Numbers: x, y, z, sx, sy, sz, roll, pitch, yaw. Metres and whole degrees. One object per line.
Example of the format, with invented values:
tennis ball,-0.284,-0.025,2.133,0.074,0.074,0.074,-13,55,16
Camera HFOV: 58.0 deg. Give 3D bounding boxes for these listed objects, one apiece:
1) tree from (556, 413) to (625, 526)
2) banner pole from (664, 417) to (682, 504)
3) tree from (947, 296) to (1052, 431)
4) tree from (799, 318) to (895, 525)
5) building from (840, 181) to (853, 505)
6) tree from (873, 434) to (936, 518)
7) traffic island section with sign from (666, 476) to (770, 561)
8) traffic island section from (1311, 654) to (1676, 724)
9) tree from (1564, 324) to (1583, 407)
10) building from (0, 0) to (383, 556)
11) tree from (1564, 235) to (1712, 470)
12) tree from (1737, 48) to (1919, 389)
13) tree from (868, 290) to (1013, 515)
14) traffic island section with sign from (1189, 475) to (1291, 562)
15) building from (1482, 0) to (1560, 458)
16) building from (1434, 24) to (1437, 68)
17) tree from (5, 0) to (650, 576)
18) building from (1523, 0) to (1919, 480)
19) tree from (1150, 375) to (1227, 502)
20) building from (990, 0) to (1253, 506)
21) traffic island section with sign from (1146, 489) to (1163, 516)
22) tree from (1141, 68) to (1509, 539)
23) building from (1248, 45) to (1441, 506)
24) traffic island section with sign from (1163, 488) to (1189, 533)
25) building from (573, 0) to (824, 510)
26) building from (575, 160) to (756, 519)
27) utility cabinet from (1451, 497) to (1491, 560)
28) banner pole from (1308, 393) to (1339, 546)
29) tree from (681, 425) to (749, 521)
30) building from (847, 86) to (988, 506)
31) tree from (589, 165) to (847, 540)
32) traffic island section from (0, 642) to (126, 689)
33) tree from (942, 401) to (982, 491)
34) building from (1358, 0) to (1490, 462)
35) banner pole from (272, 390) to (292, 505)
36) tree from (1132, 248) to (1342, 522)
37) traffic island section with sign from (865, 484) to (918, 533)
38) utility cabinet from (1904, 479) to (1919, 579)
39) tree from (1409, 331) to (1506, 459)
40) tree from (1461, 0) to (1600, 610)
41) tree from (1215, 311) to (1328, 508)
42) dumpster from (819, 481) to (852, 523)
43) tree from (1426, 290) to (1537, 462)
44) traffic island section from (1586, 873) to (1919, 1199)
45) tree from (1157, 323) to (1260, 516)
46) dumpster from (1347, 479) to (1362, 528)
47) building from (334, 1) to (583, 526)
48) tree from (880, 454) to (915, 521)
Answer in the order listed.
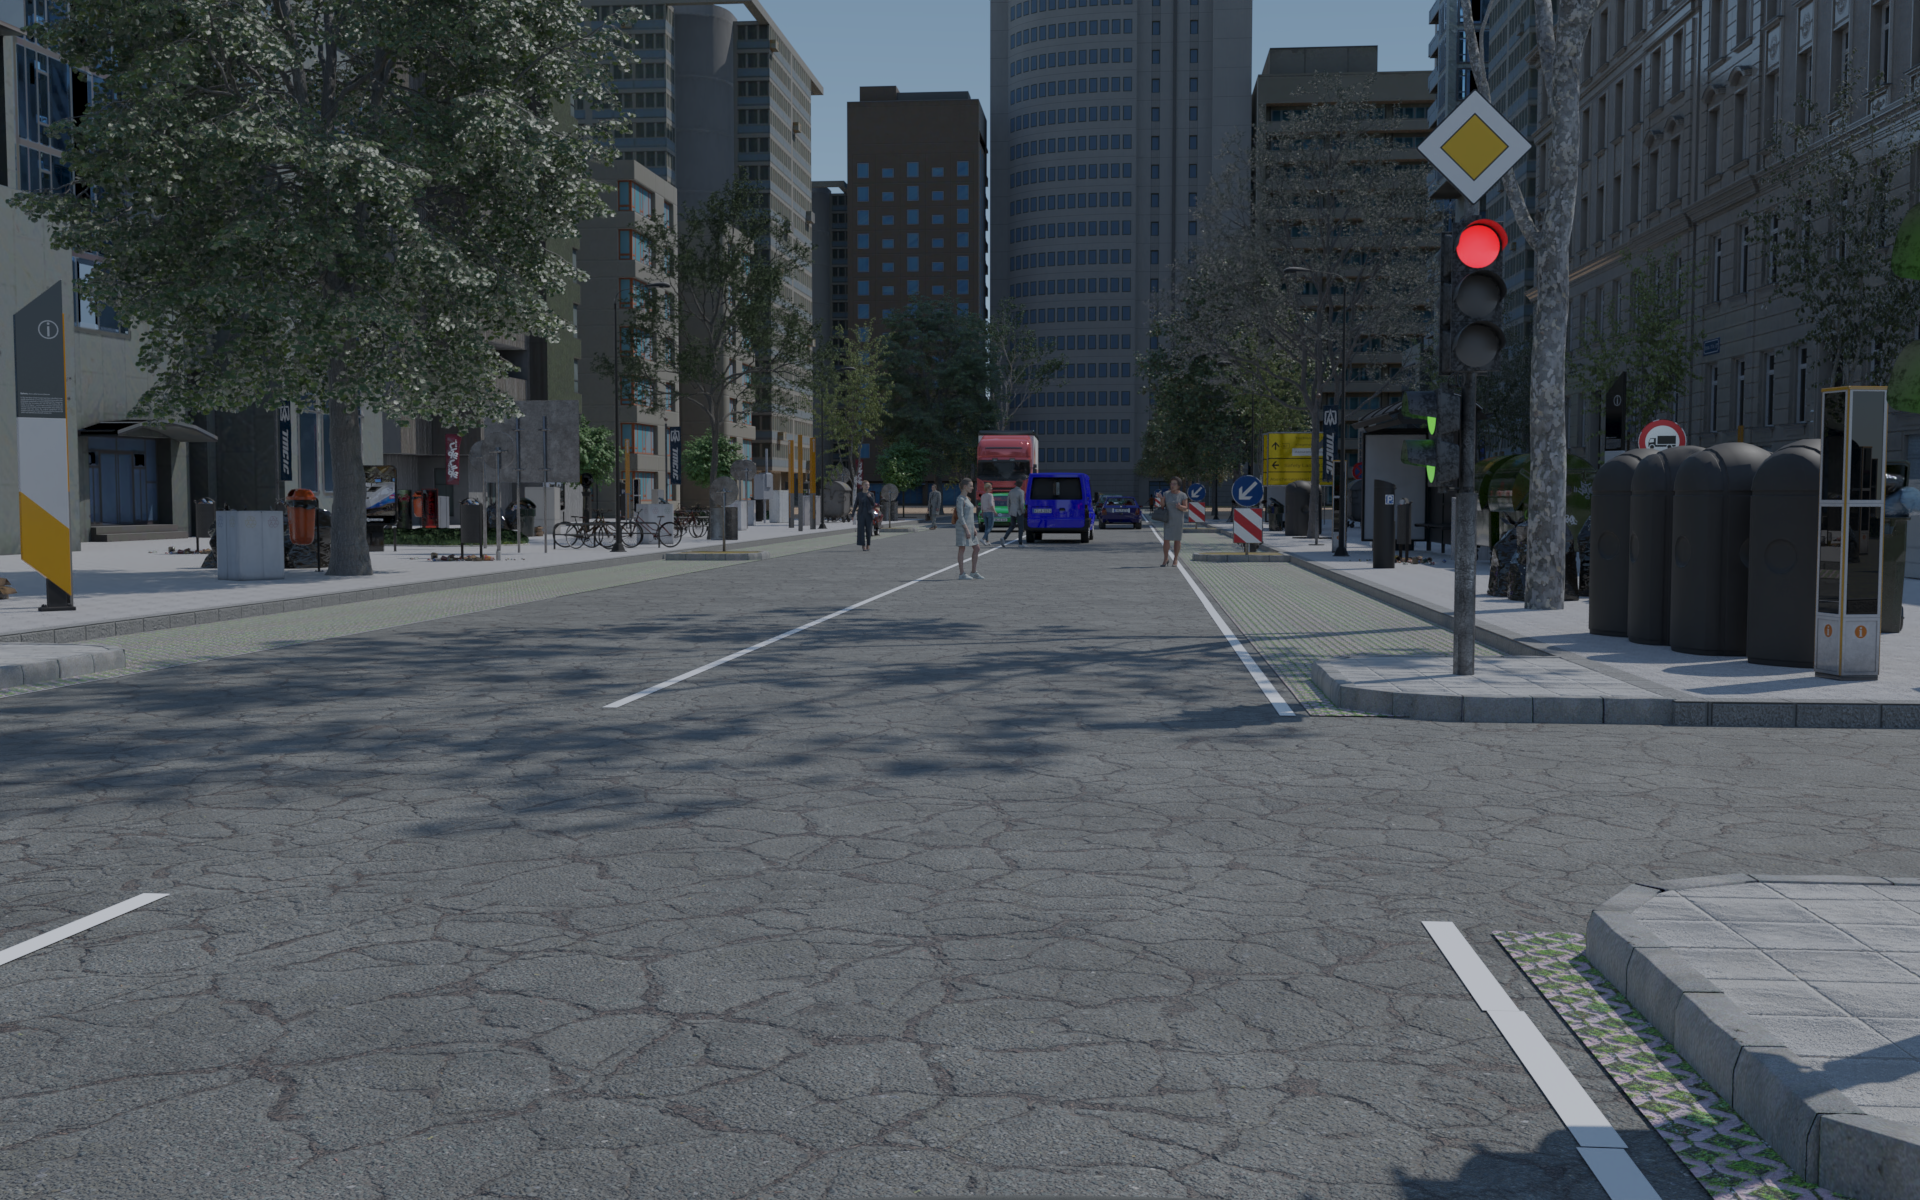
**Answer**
tree,-15.276,-5.293,70.252,4.285,4.588,4.351,0,3,0
banner pole,-9.400,-4.066,56.503,0.863,3.779,0.401,2,4,31
tree,4.780,-18.823,163.651,12.611,20.169,13.585,0,3,0
tree,-4.507,-7.470,72.496,4.737,8.622,4.395,0,3,0
building,-23.032,-31.341,204.308,23.993,40.220,32.217,0,4,5
tree,-2.972,-6.735,93.825,4.285,4.588,4.351,0,3,0
traffic island section with sign,-5.237,-1.793,37.942,1.989,1.847,2.006,0,4,5
traffic island section,3.602,0.610,12.313,2.009,0.180,2.903,0,4,5
tree,20.809,-6.949,63.980,4.360,8.622,3.978,0,3,0
building,-30.350,-44.623,42.262,22.319,86.520,31.000,0,4,5
tree,19.644,-6.094,49.995,4.737,8.622,4.395,0,3,0
tree,15.389,-4.843,29.538,4.360,8.622,3.978,0,3,0
tree,-1.395,-12.258,107.071,9.857,13.997,8.962,0,3,0
traffic island section with sign,5.997,-1.741,37.086,1.989,1.847,2.006,0,4,5
building,44.536,-25.037,101.239,32.217,40.220,23.993,0,4,5
building,67.415,-39.591,189.309,28.212,58.520,21.231,0,4,5
tree,-9.681,-7.357,26.942,9.857,13.997,8.962,0,3,0
building,32.451,-16.806,72.037,12.463,27.353,25.104,0,4,5
tree,18.350,-12.776,134.649,9.928,11.665,9.643,0,3,0
building,17.663,-39.894,194.268,28.212,58.520,21.231,0,4,5
traffic island section with sign,13.410,-6.428,113.729,1.989,1.847,2.006,0,4,5
tree,10.285,-8.503,49.401,12.009,13.543,11.850,0,3,0
building,42.580,-34.731,191.551,21.600,48.544,21.300,0,4,5
traffic island section with sign,8.615,-3.391,64.071,1.989,1.847,2.006,0,4,5
building,-24.237,-27.191,136.454,23.993,40.220,32.217,0,4,5
building,-29.190,-15.931,105.511,27.650,21.520,28.899,0,4,5
utility cabinet,10.078,-1.372,33.597,1.020,1.237,0.306,0,4,0
banner pole,9.063,-3.242,43.030,0.401,3.779,0.863,-3,5,-40
tree,-11.837,-6.074,83.017,4.285,4.588,4.351,0,3,0
building,-4.410,-33.217,193.211,14.200,45.320,14.600,0,4,5
tree,-6.667,-6.979,48.511,7.601,10.594,8.767,-2,4,-26
traffic island section,-7.936,0.541,13.428,2.009,0.180,2.903,0,4,5
tree,0.150,-10.564,123.090,4.737,8.622,4.395,0,3,0
building,43.320,-49.855,127.804,22.319,86.520,31.000,0,4,5
banner pole,-15.931,-3.101,40.715,0.863,3.779,0.401,3,4,37
tree,12.659,-9.918,79.163,9.611,12.733,9.660,0,3,0
traffic island section with sign,-2.630,-3.444,64.932,1.989,1.847,2.006,0,4,5
utility cabinet,14.523,-1.062,26.037,0.318,1.500,1.173,1,4,10
tree,21.406,-7.645,75.354,4.737,8.622,4.395,0,3,0
tree,7.449,-10.033,19.925,12.611,20.169,13.585,0,3,0
tree,12.167,-7.215,68.328,4.737,8.622,4.395,0,3,0
dumpster,-5.617,-4.405,77.778,1.264,1.857,1.865,0,4,5
tree,17.866,-6.637,58.878,4.360,8.622,3.978,0,3,0
traffic island section,2.834,1.096,4.365,2.009,0.180,2.903,0,4,5
tree,15.459,-11.293,102.774,7.486,12.596,7.792,0,3,0
dumpster,15.374,-3.683,65.972,1.264,1.857,1.865,0,4,5
building,-25.304,-18.497,74.125,14.160,30.474,14.107,0,4,5
tree,-3.192,-5.450,83.706,1.663,3.219,1.824,0,3,0
